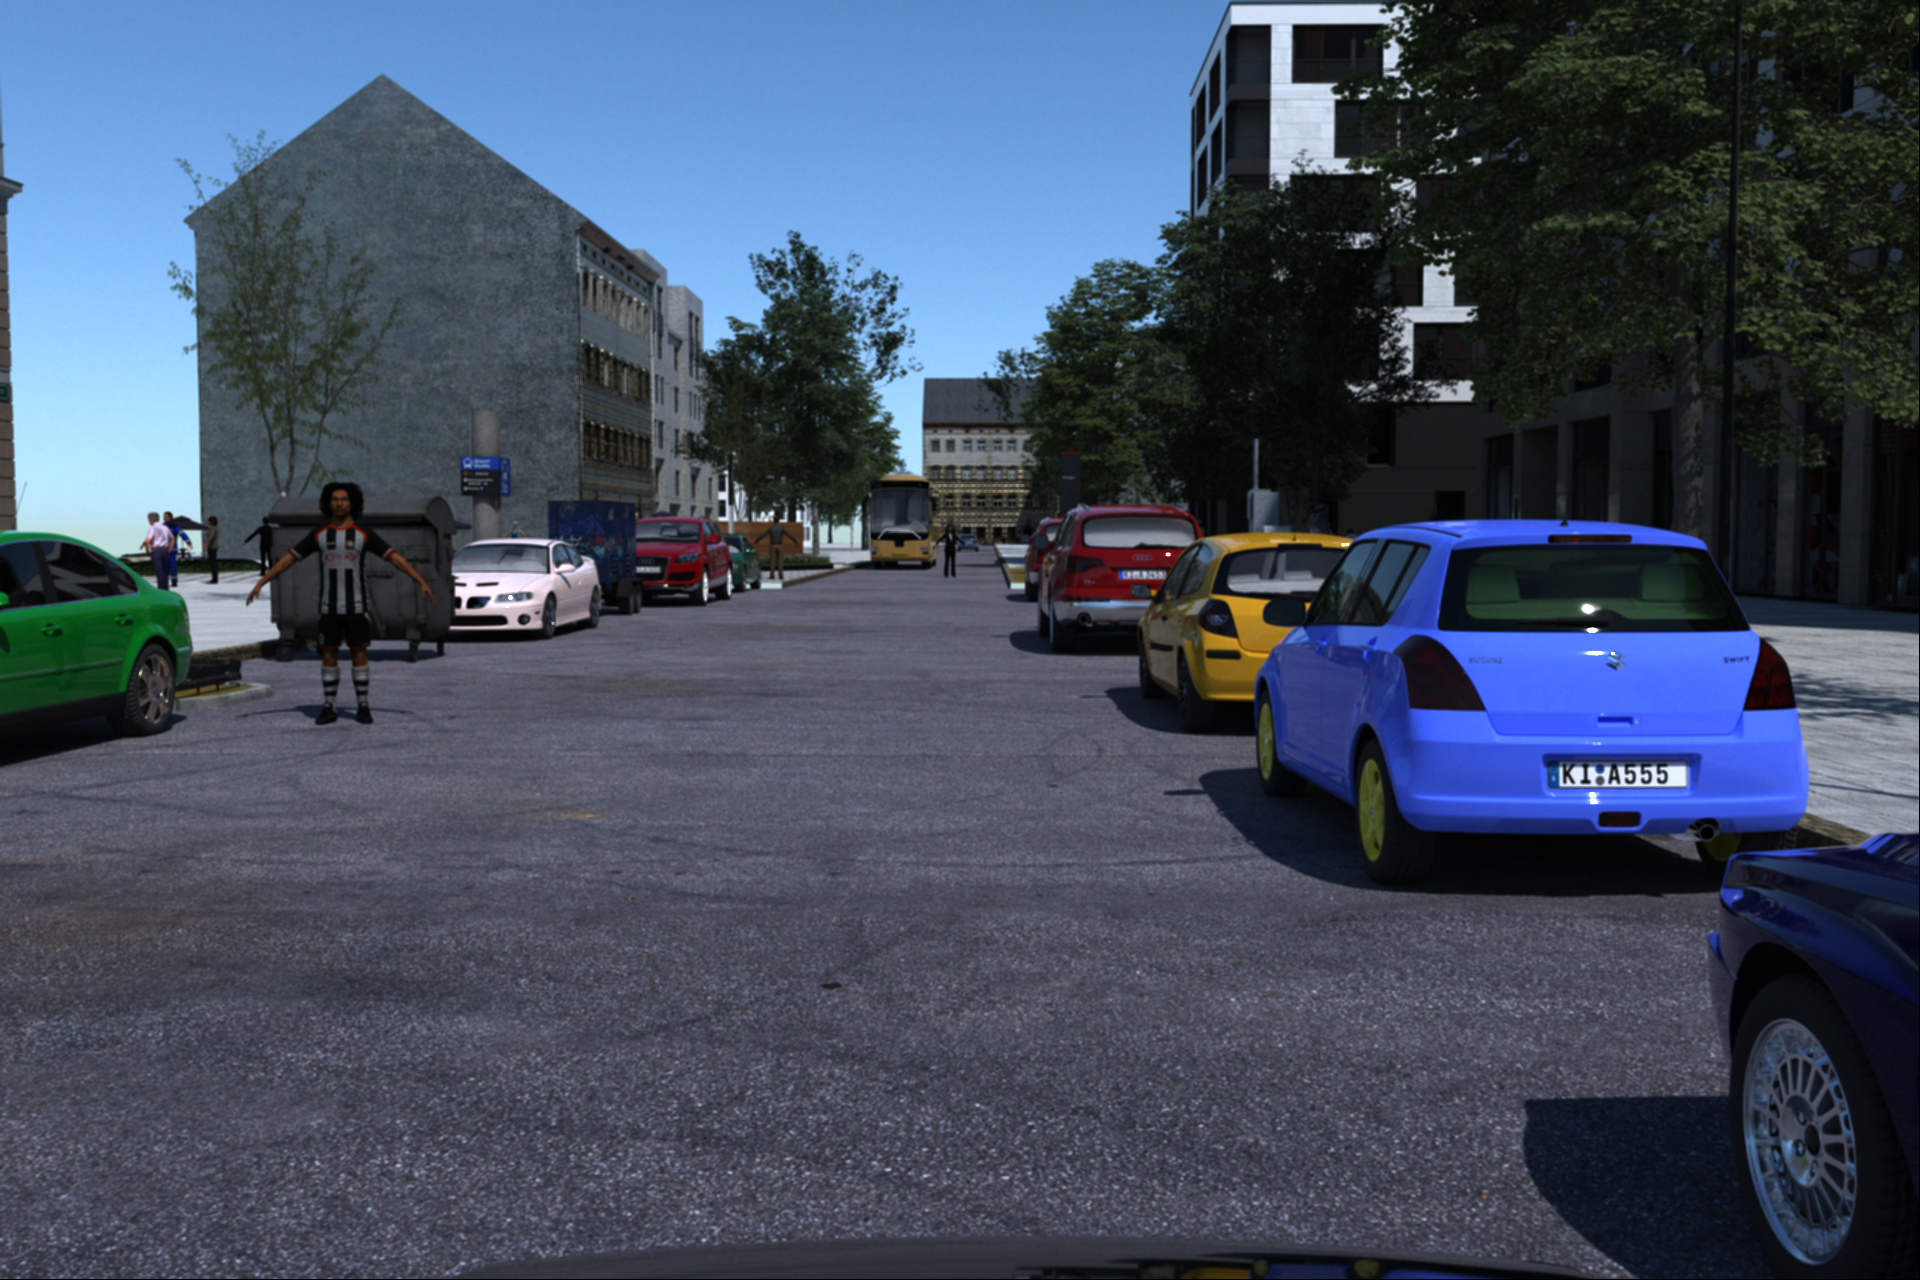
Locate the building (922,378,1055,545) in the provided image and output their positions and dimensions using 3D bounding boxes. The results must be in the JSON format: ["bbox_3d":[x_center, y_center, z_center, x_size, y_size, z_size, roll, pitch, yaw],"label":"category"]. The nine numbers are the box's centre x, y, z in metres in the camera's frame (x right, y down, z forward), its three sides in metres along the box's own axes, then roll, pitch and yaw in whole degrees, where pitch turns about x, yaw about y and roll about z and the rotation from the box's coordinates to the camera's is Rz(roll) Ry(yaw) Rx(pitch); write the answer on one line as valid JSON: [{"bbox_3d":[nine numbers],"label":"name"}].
[{"bbox_3d":[4.058,-25.015,242.383,18.063,23.208,19.493,0,4,1],"label":"building"}]

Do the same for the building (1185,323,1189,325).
[{"bbox_3d":[25.802,-17.418,115.720,19.493,23.208,18.063,0,4,1],"label":"building"}]

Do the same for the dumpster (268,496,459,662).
[{"bbox_3d":[-6.805,-0.708,19.786,1.865,1.857,1.264,0,4,1],"label":"dumpster"}]

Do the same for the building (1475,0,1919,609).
[{"bbox_3d":[24.822,-14.126,34.165,19.351,26.588,34.151,0,4,1],"label":"building"}]

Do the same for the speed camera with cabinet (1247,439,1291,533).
[{"bbox_3d":[6.302,-2.503,35.258,0.660,3.252,2.038,0,4,1],"label":"speed camera with cabinet"}]

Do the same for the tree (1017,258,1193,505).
[{"bbox_3d":[6.080,-9.421,72.163,7.486,12.596,7.792,0,3,0],"label":"tree"}]

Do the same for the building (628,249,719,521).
[{"bbox_3d":[-27.910,-15.728,123.617,16.747,18.905,31.486,0,4,0],"label":"building"}]

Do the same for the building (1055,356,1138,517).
[{"bbox_3d":[25.627,-22.708,215.243,27.936,21.610,32.646,0,4,1],"label":"building"}]

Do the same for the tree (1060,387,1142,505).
[{"bbox_3d":[6.471,-8.235,85.012,4.360,8.622,3.978,0,3,0],"label":"tree"}]

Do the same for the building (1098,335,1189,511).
[{"bbox_3d":[24.463,-21.431,181.322,19.493,23.208,18.063,0,4,1],"label":"building"}]

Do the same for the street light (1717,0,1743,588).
[{"bbox_3d":[6.713,-2.527,13.864,1.470,5.913,1.316,0,4,1],"label":"street light"}]

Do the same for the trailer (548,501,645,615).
[{"bbox_3d":[-6.534,-1.422,30.302,1.471,1.999,3.904,0,4,1],"label":"trailer"}]

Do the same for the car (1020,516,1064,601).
[{"bbox_3d":[2.479,-1.816,38.361,2.281,1.827,5.304,0,4,1],"label":"car"}]

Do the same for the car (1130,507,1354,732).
[{"bbox_3d":[2.440,-0.230,13.977,2.015,1.641,3.980,0,4,0],"label":"car"}]

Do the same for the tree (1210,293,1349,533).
[{"bbox_3d":[9.851,-6.226,52.156,4.737,8.622,4.395,0,3,0],"label":"tree"}]

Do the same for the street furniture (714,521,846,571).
[{"bbox_3d":[-9.039,-3.336,61.392,11.010,1.723,9.812,2,4,32],"label":"street furniture"}]

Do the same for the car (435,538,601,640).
[{"bbox_3d":[-6.471,-0.775,25.035,2.083,1.381,4.827,0,4,1],"label":"car"}]

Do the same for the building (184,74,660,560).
[{"bbox_3d":[-27.370,-15.987,92.309,19.493,23.208,18.063,0,4,1],"label":"building"}]

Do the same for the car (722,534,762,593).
[{"bbox_3d":[-6.160,-1.967,43.966,2.131,1.459,4.920,0,4,1],"label":"car"}]

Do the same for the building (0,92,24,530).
[{"bbox_3d":[-32.634,-15.415,37.941,13.634,28.700,20.117,0,4,2],"label":"building"}]

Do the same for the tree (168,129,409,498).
[{"bbox_3d":[-12.682,-5.014,32.346,4.360,8.622,3.978,0,3,0],"label":"tree"}]

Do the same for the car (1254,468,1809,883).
[{"bbox_3d":[2.507,0.073,8.404,1.945,1.707,3.694,0,4,-1],"label":"car"}]

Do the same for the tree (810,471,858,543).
[{"bbox_3d":[-18.003,-20.456,241.118,9.857,13.997,8.962,0,3,0],"label":"tree"}]

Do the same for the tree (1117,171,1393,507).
[{"bbox_3d":[10.400,-9.402,60.383,9.857,13.997,8.962,0,3,0],"label":"tree"}]

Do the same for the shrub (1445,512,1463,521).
[{"bbox_3d":[17.441,-3.500,61.265,1.661,2.075,1.752,0,3,0],"label":"shrub"}]

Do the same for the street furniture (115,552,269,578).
[{"bbox_3d":[-26.135,-2.443,55.570,5.734,0.657,10.072,0,4,2],"label":"street furniture"}]

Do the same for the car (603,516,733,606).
[{"bbox_3d":[-6.034,-1.682,36.166,2.281,1.827,5.304,0,4,1],"label":"car"}]

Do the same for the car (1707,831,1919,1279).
[{"bbox_3d":[2.394,0.646,2.025,1.945,1.354,3.894,0,4,0],"label":"car"}]

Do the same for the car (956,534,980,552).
[{"bbox_3d":[0.656,-7.990,142.638,2.014,1.417,4.499,0,4,0],"label":"car"}]

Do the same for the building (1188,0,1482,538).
[{"bbox_3d":[24.664,-14.610,82.856,27.936,21.610,32.646,0,4,1],"label":"building"}]

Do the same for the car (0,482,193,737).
[{"bbox_3d":[-6.626,-0.133,10.966,1.959,1.807,4.718,0,4,1],"label":"car"}]

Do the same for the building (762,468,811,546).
[{"bbox_3d":[-21.482,-15.637,197.815,9.099,9.664,28.070,0,3,0],"label":"building"}]

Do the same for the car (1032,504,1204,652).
[{"bbox_3d":[2.106,-0.851,22.593,2.281,1.827,5.304,0,3,0],"label":"car"}]

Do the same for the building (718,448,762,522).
[{"bbox_3d":[-23.420,-13.727,166.591,9.099,9.664,28.070,0,4,1],"label":"building"}]
